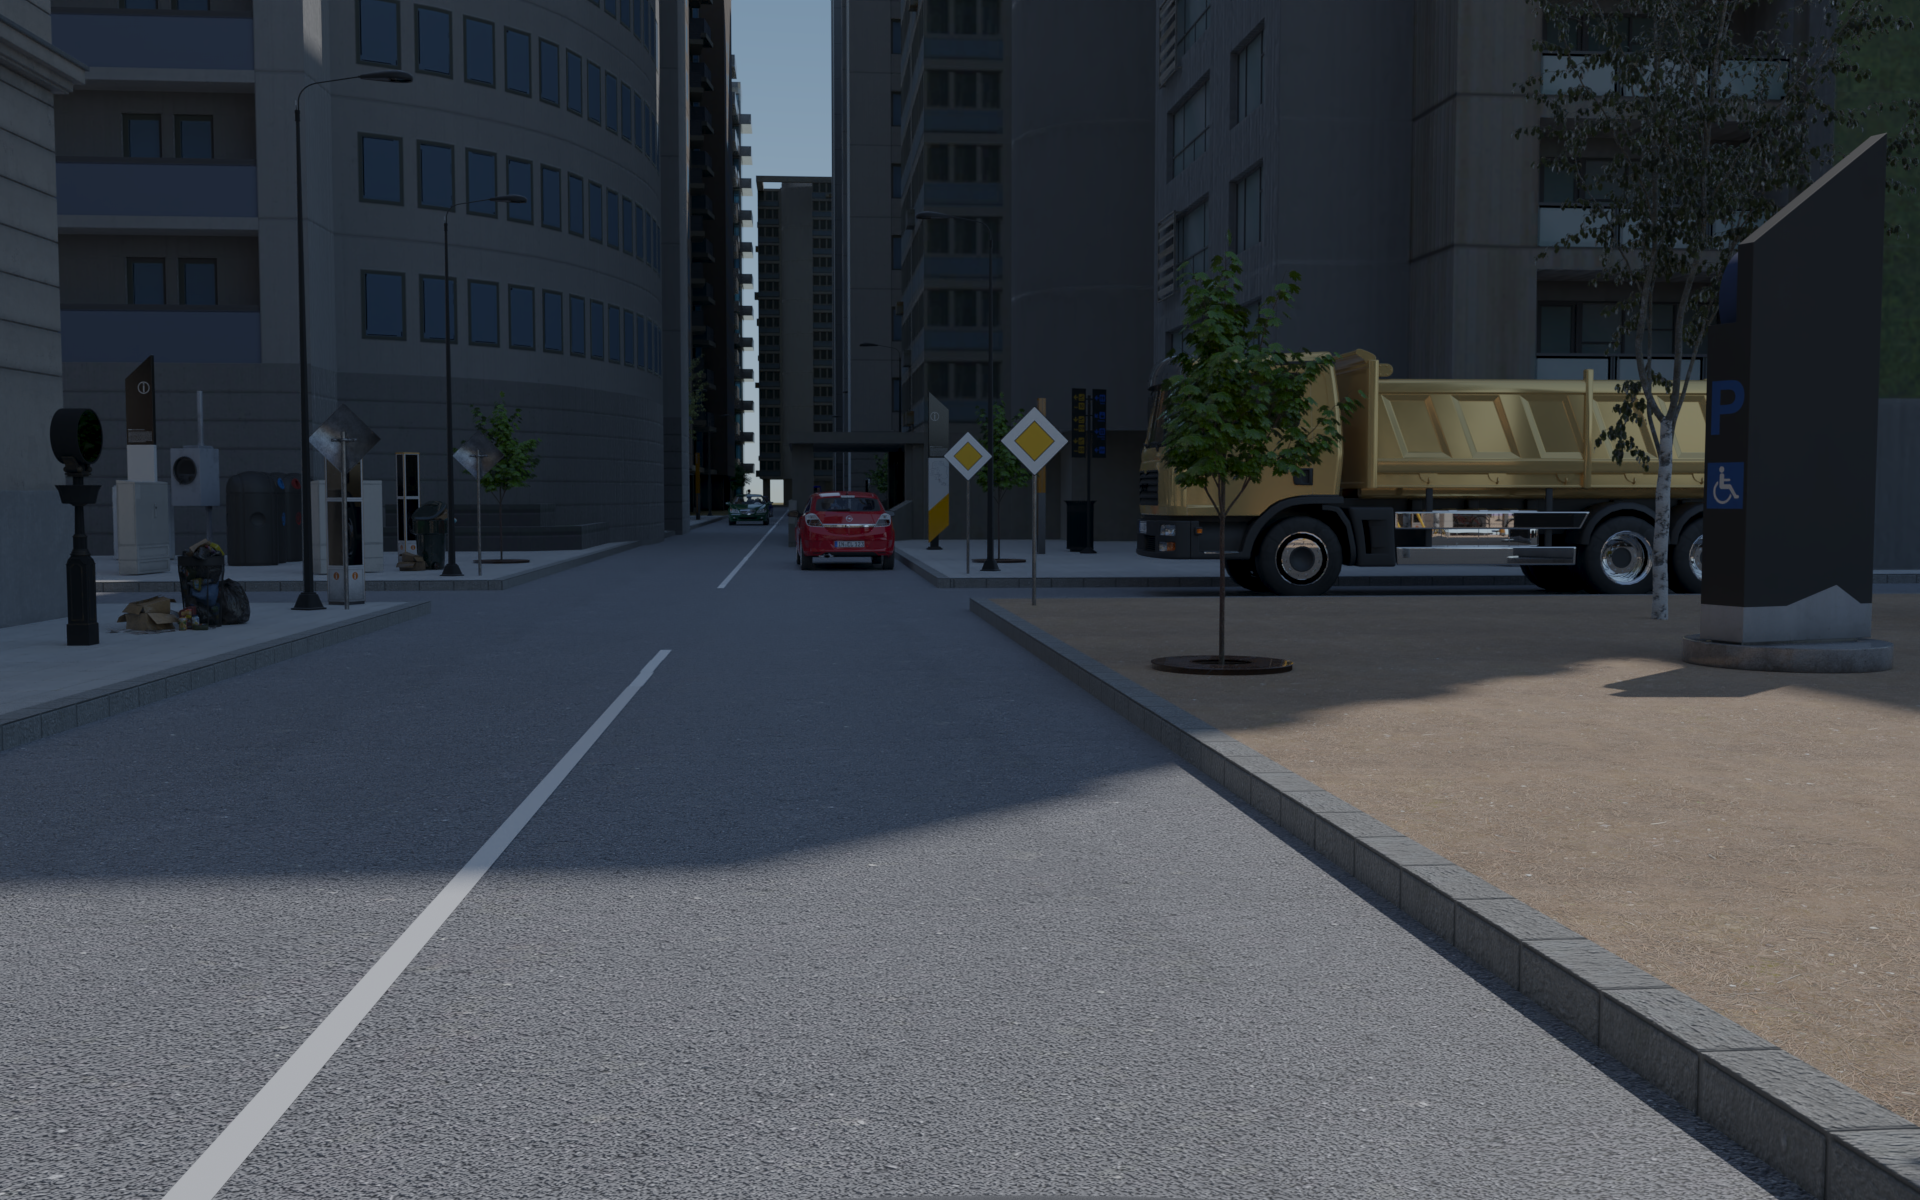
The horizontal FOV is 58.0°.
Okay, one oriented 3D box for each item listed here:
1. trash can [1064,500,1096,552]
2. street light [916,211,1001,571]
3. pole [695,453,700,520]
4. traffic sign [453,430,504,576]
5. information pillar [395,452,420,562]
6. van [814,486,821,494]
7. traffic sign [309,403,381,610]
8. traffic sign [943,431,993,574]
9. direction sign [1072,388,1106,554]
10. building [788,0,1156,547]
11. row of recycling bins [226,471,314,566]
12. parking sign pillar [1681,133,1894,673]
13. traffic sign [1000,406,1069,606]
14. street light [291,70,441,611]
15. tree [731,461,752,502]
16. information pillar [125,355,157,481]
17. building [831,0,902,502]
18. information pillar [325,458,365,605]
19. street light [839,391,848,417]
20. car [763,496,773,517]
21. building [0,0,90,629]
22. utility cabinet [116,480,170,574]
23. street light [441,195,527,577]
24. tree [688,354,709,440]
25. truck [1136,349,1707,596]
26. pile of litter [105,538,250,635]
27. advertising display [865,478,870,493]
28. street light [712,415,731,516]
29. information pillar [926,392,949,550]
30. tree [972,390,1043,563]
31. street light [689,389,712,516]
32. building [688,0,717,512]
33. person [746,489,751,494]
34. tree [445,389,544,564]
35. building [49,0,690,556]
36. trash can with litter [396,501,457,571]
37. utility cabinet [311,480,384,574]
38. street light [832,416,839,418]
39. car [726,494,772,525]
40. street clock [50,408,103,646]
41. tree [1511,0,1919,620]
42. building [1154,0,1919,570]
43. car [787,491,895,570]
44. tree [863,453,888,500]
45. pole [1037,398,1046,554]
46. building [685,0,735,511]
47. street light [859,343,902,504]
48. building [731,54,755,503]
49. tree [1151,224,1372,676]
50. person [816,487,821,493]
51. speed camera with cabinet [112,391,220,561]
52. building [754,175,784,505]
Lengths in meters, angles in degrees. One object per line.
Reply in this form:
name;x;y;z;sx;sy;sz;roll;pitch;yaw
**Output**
trash can;2.670;-1.641;38.476;0.748;1.137;0.748;0;3;0
street light;-0.032;-3.434;28.681;1.470;5.913;1.316;0;4;-5
pole;-13.005;-5.631;85.913;0.158;3.312;0.155;0;3;0
traffic sign;-7.539;-1.438;27.150;0.795;2.450;0.064;0;4;-5
information pillar;-9.781;-1.604;30.721;0.304;2.012;0.304;-3;5;-44
van;-11.510;-7.799;131.892;2.240;2.365;5.245;0;4;-7
traffic sign;-6.816;-0.951;19.197;0.795;2.450;0.064;0;4;-5
traffic sign;0.126;-1.479;27.824;0.795;2.450;0.064;0;4;-5
direction sign;2.775;-2.771;37.305;0.876;3.537;0.379;-2;4;-30
building;10.782;-22.142;53.911;32.217;40.220;23.993;0;4;-5
row of recycling bins;-12.884;-1.547;32.412;1.069;1.692;3.534;0;4;-6
parking sign pillar;6.236;-1.499;12.974;1.447;3.967;1.447;-1;4;-22
traffic sign;0.849;-0.993;19.871;0.795;2.450;0.064;0;4;-5
street light;-6.691;-2.847;19.093;1.470;5.913;1.316;0;4;-5
tree;-19.972;-10.263;151.507;4.285;4.588;4.351;0;3;0
information pillar;-13.776;-2.315;29.202;0.504;3.616;0.183;0;4;4
building;-1.661;-38.071;164.455;21.231;58.520;28.212;0;4;-5
information pillar;-7.131;-0.953;20.074;0.304;2.012;0.304;2;4;27
street light;-4.578;-6.448;77.967;1.470;5.913;1.316;0;4;-5
car;-12.574;-5.831;107.919;1.945;1.354;3.894;0;4;-3
building;-19.840;-13.639;10.383;23.554;28.519;14.401;0;4;-5
utility cabinet;-13.067;-1.167;27.752;0.318;1.500;1.173;0;4;-1
street light;-7.414;-3.330;26.979;1.470;5.913;1.316;0;4;-5
tree;-12.737;-7.474;72.555;4.737;8.622;4.395;0;3;0
truck;6.631;-1.752;24.565;9.791;3.379;3.469;0;4;-4
pile of litter;-7.554;-0.166;16.673;1.176;0.858;1.719;1;4;20
advertising display;-3.635;-3.855;68.251;0.123;1.923;0.974;0;4;1
street light;-14.087;-7.870;101.208;1.470;5.913;1.316;0;4;-5
information pillar;-0.507;-2.961;39.770;0.504;3.616;0.183;-1;4;-14
tree;0.751;-2.309;32.360;1.663;3.219;1.824;0;3;0
street light;-11.875;-6.362;76.559;1.470;5.913;1.316;0;4;-5
building;-27.796;-28.135;114.640;22.147;44.769;28.867;0;4;-5
person;-12.535;-5.774;103.693;0.721;1.735;1.217;-1;4;-14
tree;-8.473;-2.296;32.138;1.663;3.219;1.824;0;3;0
building;-19.285;-30.956;48.123;21.231;58.520;28.212;0;4;-5
trash can with litter;-8.997;-1.086;29.148;0.624;1.170;1.055;1;4;15
utility cabinet;-9.900;-1.176;27.914;0.318;1.500;1.173;2;4;35
street light;-6.874;-7.955;102.609;1.470;5.913;1.316;0;4;-5
car;-9.832;-4.222;80.820;2.131;1.459;4.920;0;4;-5
street clock;-7.456;-0.618;14.668;0.358;2.002;0.471;0;4;-1
tree;7.400;-4.111;17.584;4.360;8.622;3.978;0;3;0
building;12.145;-21.473;34.686;14.086;41.232;14.154;0;4;-5
car;-2.311;-1.537;34.168;2.155;1.783;4.494;0;4;-7
tree;-2.933;-4.660;70.795;1.663;3.219;1.824;0;3;0
pole;1.730;-2.633;36.886;0.158;3.312;0.155;0;3;0
building;-25.110;-29.745;136.448;14.600;45.320;14.200;0;4;-5
street light;-2.384;-4.940;53.317;1.470;5.913;1.316;0;4;-5
building;-38.538;-35.171;194.650;30.456;49.044;23.786;0;4;-5
tree;1.864;-1.096;12.526;1.663;3.219;1.824;0;3;0
person;-7.863;-5.340;95.912;0.694;1.812;0.767;1;4;12
speed camera with cabinet;-15.284;-2.383;33.296;2.038;3.252;0.660;1;4;16
building;-11.650;-31.151;201.196;23.993;40.220;32.217;0;4;-5
